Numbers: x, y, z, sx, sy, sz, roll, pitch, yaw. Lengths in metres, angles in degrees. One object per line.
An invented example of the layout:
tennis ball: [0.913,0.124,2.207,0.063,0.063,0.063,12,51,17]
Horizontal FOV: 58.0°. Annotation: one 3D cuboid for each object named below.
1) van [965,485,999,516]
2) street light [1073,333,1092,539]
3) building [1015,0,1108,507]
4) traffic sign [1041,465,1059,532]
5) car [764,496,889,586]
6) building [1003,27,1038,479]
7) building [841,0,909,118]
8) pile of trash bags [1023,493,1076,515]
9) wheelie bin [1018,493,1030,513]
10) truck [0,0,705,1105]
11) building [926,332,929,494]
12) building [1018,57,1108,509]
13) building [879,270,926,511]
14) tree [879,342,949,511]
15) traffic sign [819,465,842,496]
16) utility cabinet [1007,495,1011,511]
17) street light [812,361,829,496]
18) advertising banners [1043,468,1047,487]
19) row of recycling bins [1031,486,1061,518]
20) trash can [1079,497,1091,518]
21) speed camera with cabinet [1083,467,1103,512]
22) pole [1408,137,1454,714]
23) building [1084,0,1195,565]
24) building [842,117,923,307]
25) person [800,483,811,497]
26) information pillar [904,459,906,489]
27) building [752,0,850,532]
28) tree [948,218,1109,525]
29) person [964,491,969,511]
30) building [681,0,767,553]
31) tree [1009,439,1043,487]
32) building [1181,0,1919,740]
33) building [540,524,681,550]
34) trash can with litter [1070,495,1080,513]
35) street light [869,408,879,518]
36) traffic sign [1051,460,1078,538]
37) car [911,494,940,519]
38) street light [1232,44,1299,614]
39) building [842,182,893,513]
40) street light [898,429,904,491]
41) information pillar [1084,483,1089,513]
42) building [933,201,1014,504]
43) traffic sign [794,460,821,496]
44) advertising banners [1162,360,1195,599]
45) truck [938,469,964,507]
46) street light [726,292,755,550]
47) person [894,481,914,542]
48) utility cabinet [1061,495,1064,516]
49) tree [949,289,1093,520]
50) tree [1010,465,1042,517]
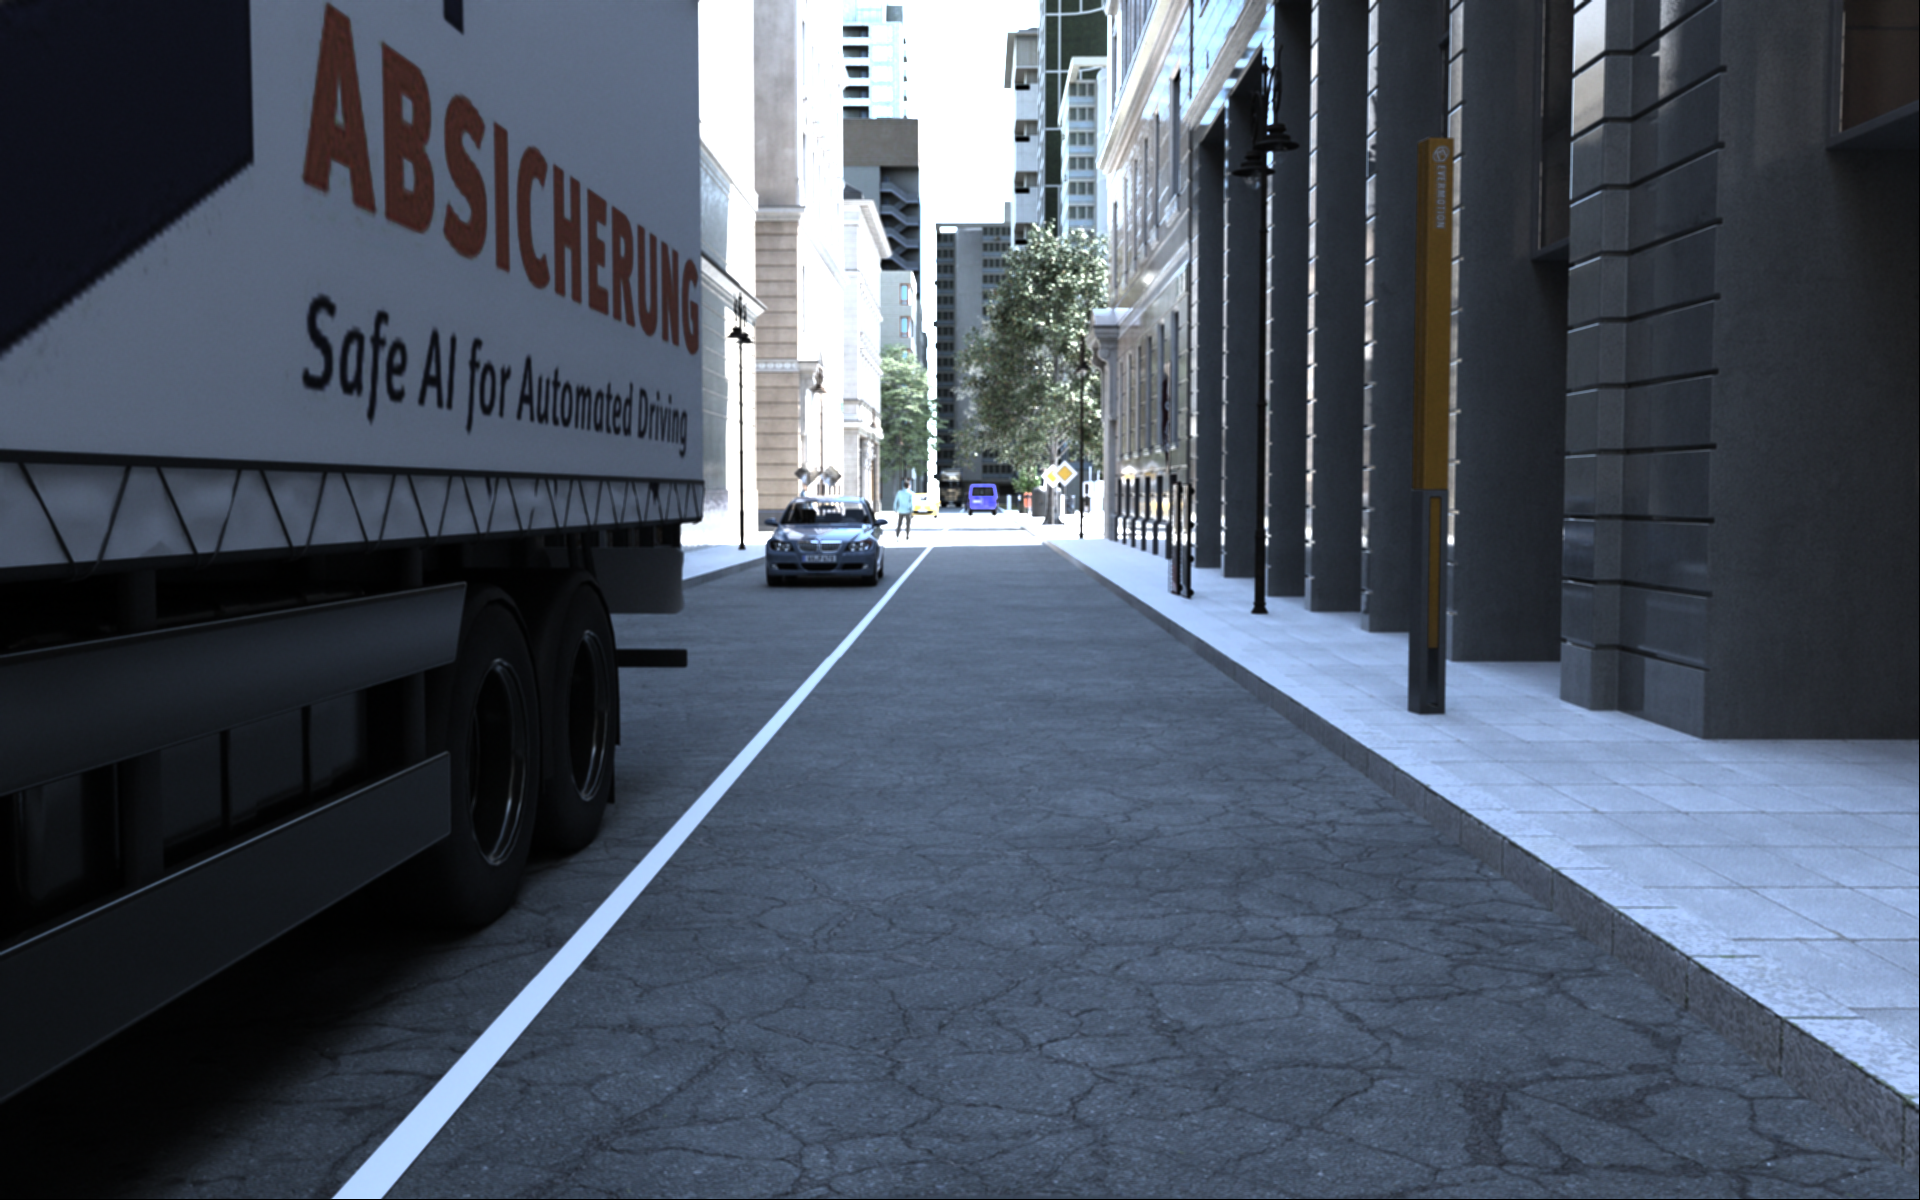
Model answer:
van: [1.494,-6.815,115.814,2.240,2.365,5.245,0,3,0]
street light: [3.506,-4.715,49.879,0.468,5.910,1.993,0,4,1]
building: [16.018,-44.781,170.414,20.563,71.187,20.611,0,4,1]
traffic sign: [3.150,-3.374,58.811,0.795,2.450,0.064,0,4,1]
car: [-2.173,-1.018,28.640,2.014,1.417,4.499,0,4,-1]
building: [19.357,-37.047,194.953,28.713,52.752,27.495,0,4,1]
building: [-19.823,-55.940,227.282,31.000,86.520,22.319,0,4,1]
pile of trash bags: [5.527,-5.923,106.596,3.447,1.369,1.912,1,4,19]
wheelie bin: [4.250,-6.439,113.183,0.980,1.594,0.693,-3,5,-44]
truck: [-2.756,-0.903,3.675,2.839,4.237,11.283,0,4,2]
building: [-17.428,-20.401,178.599,27.650,21.520,28.899,0,4,1]
building: [21.276,-27.931,148.549,32.217,40.220,23.993,0,4,1]
building: [-17.392,-18.577,148.765,27.650,21.520,28.899,0,4,1]
tree: [-4.540,-12.953,129.911,7.486,12.596,7.792,0,3,0]
traffic sign: [-4.394,-3.380,58.906,0.795,2.450,0.064,0,4,1]
utility cabinet: [3.773,-7.471,133.317,0.306,1.237,1.020,0,4,-1]
street light: [-4.810,-5.340,60.092,0.468,5.910,1.993,0,4,1]
advertising banners: [6.080,-7.360,116.522,0.090,3.025,2.074,2,4,30]
row of recycling bins: [4.714,-5.385,95.153,1.069,1.692,3.534,1,4,20]
trash can: [6.697,-4.956,92.684,0.748,1.137,0.748,0,3,0]
speed camera with cabinet: [9.648,-8.069,126.263,0.660,3.252,2.038,2,4,33]
pole: [2.738,-0.992,10.067,0.158,3.312,0.155,0,3,0]
building: [10.337,-15.554,40.213,13.634,28.700,20.117,0,4,1]
building: [-11.623,-33.782,202.442,14.200,45.320,14.600,0,4,1]
person: [-5.024,-2.918,56.236,0.581,1.822,0.654,-2,4,-28]
information pillar: [-3.691,-7.660,116.590,0.183,3.616,0.504,0,4,6]
building: [-11.518,-17.247,67.895,13.634,28.700,20.117,0,4,1]
tree: [3.992,-9.484,72.065,9.611,12.733,9.660,0,3,0]
person: [0.648,-8.648,150.693,0.445,1.727,0.742,-3,5,-44]
building: [-20.183,-12.794,42.469,30.059,22.955,16.112,0,4,1]
tree: [5.038,-11.285,134.865,4.360,8.622,3.978,0,3,0]
building: [9.332,-14.543,15.276,11.434,29.767,29.804,0,4,1]
building: [-11.420,-11.866,23.686,12.332,23.373,15.834,0,4,1]
trash can with litter: [8.102,-6.707,120.721,1.678,1.210,2.233,2,4,30]
street light: [-4.545,-7.262,91.529,0.468,5.910,1.993,0,4,1]
traffic sign: [3.071,-2.886,50.826,0.795,2.450,0.064,0,4,1]
car: [-2.166,-5.648,102.575,2.015,1.641,3.980,0,4,0]
street light: [3.222,-2.792,18.443,0.468,5.910,1.993,0,4,1]
building: [-10.053,-15.135,98.368,10.553,20.767,40.483,0,4,1]
street light: [-4.222,-9.200,123.199,0.468,5.910,1.993,0,4,1]
information pillar: [8.468,-6.813,115.881,0.304,2.012,0.304,0,4,-6]
building: [8.450,-33.045,232.166,23.993,40.220,32.217,0,4,1]
traffic sign: [-4.473,-2.892,50.921,0.795,2.450,0.064,0,4,1]
advertising banners: [2.768,-1.585,22.099,0.090,3.025,2.074,0,4,-2]
truck: [-0.992,-12.521,193.634,2.839,4.237,11.283,0,3,0]
street light: [-5.035,-4.102,39.853,0.468,5.910,1.993,0,4,1]
person: [-1.675,-2.616,51.291,0.660,1.820,0.620,1,4,17]
utility cabinet: [5.713,-5.581,102.404,0.306,1.237,1.020,3,5,43]
tree: [4.356,-10.821,87.286,12.009,13.543,11.850,0,3,0]
tree: [3.963,-7.081,110.379,1.663,3.219,1.824,0,3,0]
